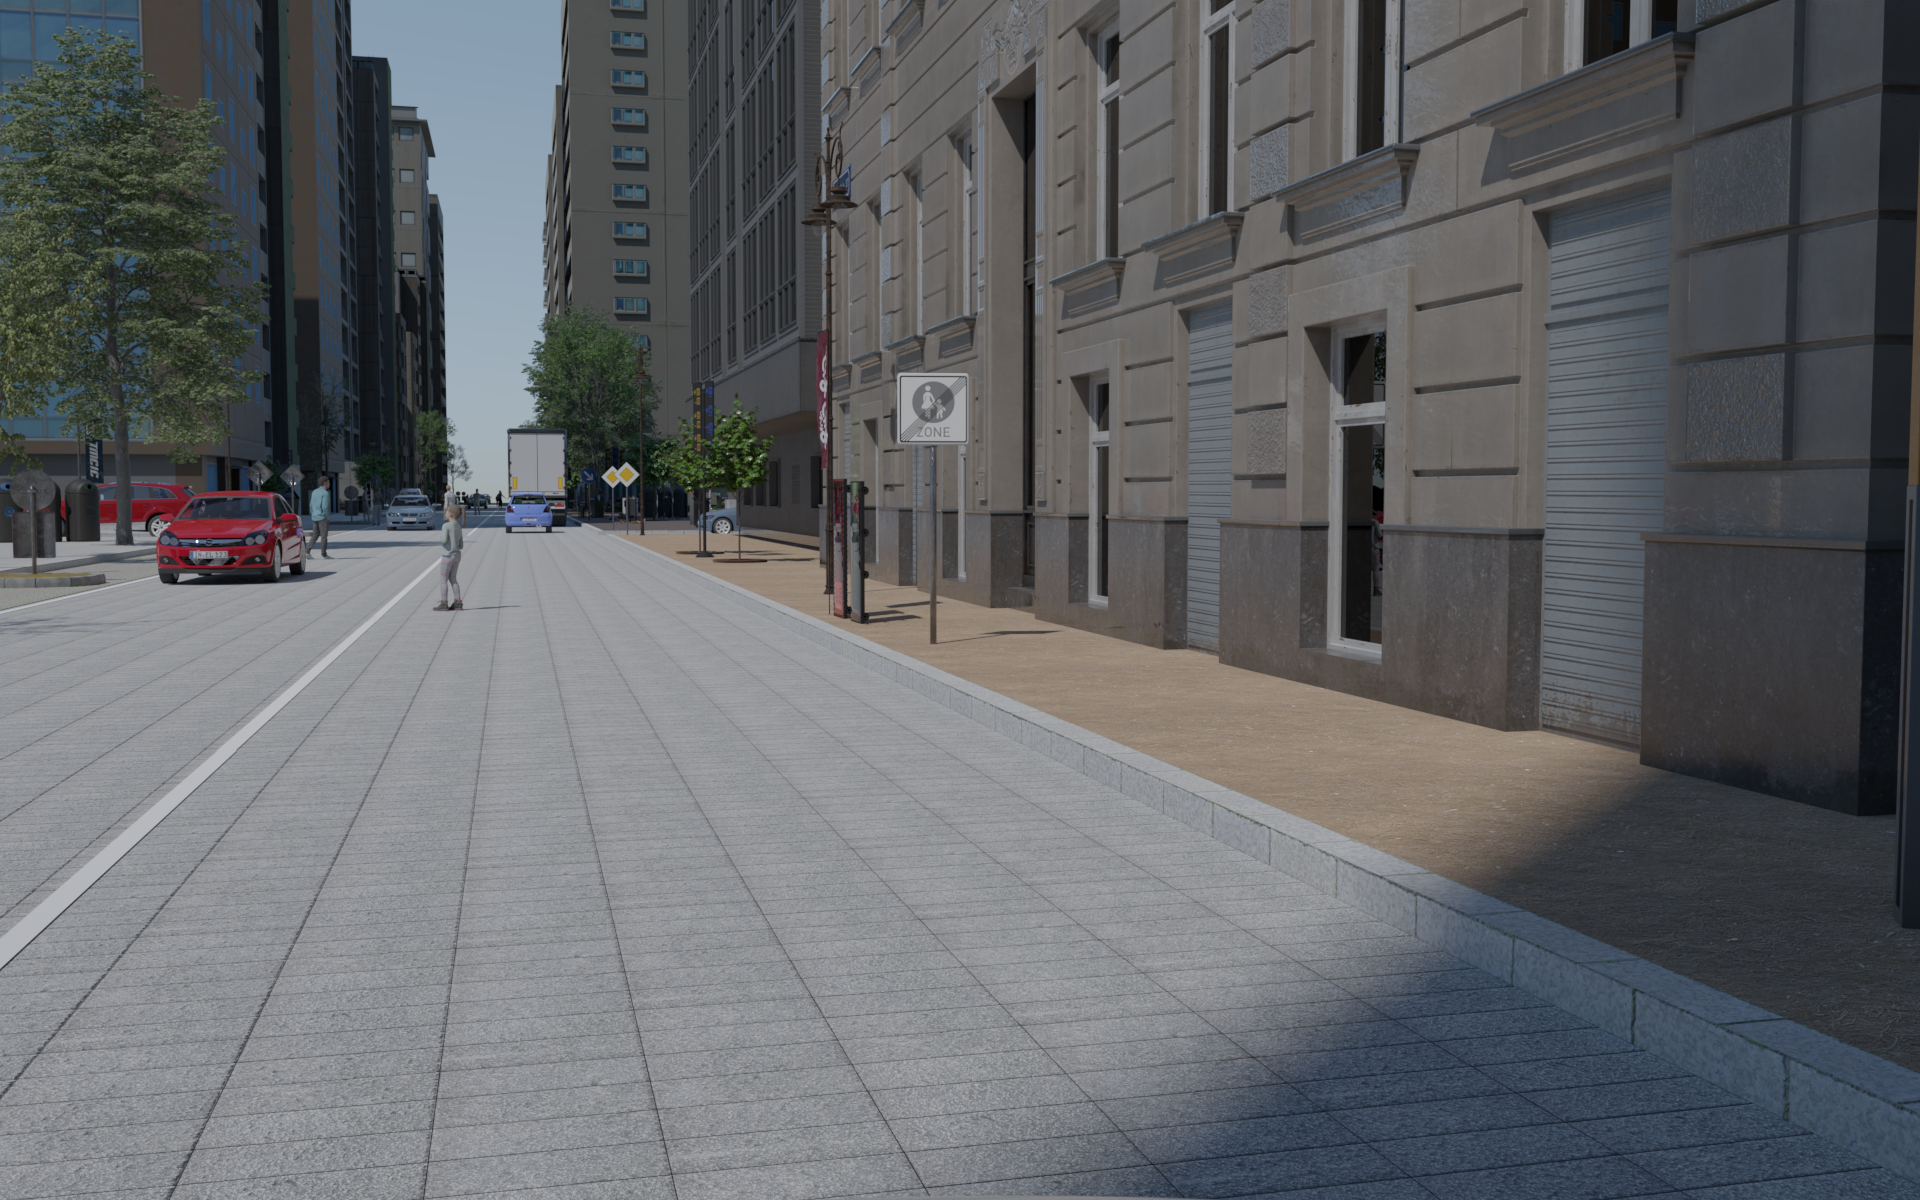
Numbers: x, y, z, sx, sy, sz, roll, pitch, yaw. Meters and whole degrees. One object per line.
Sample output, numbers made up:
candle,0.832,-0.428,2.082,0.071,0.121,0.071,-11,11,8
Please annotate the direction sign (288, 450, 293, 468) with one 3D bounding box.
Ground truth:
direction sign,-34.204,-5.907,88.570,0.379,3.537,0.876,0,4,-8

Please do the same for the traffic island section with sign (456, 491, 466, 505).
traffic island section with sign,-74.889,-15.476,261.653,1.989,1.847,2.006,-1,4,-14

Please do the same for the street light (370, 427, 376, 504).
street light,-40.348,-8.950,119.117,0.468,5.910,1.993,-1,4,-14

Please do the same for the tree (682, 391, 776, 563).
tree,-4.281,-2.319,32.510,1.663,3.219,1.824,0,3,0

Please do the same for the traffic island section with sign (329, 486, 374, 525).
traffic island section with sign,-28.476,-4.437,81.178,1.989,1.847,2.006,-1,4,-14

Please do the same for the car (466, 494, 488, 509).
car,-46.733,-9.535,167.695,2.131,1.459,4.920,-1,4,-13

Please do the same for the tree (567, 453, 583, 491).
tree,-26.788,-8.485,122.438,4.285,4.588,4.351,0,3,0

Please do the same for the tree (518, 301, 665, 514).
tree,-24.090,-12.633,113.207,9.857,13.997,8.962,0,3,0

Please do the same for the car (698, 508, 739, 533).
car,-6.825,-2.940,60.079,4.499,1.417,2.014,-1,4,-14

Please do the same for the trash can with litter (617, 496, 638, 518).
trash can with litter,-17.588,-4.901,91.521,0.624,1.170,1.055,2,4,35

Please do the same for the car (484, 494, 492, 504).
car,-66.859,-14.271,243.557,2.015,1.641,3.980,-1,4,-15

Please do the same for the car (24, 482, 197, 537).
car,-26.452,-2.793,54.343,5.304,1.827,2.281,-1,4,-12

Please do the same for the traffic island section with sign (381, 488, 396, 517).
traffic island section with sign,-35.270,-6.051,107.555,1.989,1.847,2.006,-1,4,-14

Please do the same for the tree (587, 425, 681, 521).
tree,-14.666,-6.058,82.755,4.285,4.588,4.351,0,3,0

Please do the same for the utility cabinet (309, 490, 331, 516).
utility cabinet,-37.518,-5.676,101.477,1.173,1.500,0.318,-2,4,-25

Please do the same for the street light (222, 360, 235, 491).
street light,-24.882,-5.270,58.950,0.468,5.910,1.993,-1,4,-14

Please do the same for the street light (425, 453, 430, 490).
street light,-59.802,-13.573,194.703,0.468,5.910,1.993,-1,4,-14

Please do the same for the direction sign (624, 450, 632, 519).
direction sign,-17.326,-5.991,89.944,0.876,3.537,0.379,2,4,34

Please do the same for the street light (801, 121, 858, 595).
street light,-1.661,-3.010,21.994,0.468,5.910,1.993,-1,4,-14

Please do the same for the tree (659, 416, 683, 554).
tree,-5.543,-2.592,36.973,1.663,3.219,1.824,0,3,0

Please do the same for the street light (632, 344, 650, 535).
street light,-9.861,-4.943,53.601,0.468,5.910,1.993,-1,4,-14

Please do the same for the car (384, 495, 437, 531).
car,-21.889,-3.491,69.085,2.014,1.417,4.499,-1,4,-15

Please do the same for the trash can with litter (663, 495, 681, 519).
trash can with litter,-14.761,-4.698,87.866,2.233,1.210,1.678,3,5,44

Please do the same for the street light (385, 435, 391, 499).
street light,-43.960,-9.819,133.335,0.468,5.910,1.993,-1,4,-14

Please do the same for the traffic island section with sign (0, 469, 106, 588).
traffic island section with sign,-14.565,-1.128,27.070,1.989,1.847,2.006,-1,4,-14

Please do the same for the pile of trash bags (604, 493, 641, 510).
pile of trash bags,-24.909,-7.342,129.789,1.912,1.369,3.447,3,4,37

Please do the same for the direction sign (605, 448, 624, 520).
direction sign,-17.223,-5.732,85.721,0.876,3.537,0.379,2,4,34

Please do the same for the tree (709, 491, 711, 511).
tree,-18.279,-10.786,126.705,4.360,8.622,3.978,0,3,0

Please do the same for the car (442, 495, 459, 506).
car,-58.089,-11.327,197.194,2.014,1.417,4.499,-1,4,-13

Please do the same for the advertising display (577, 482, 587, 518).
advertising display,-20.122,-5.322,92.236,0.123,1.923,0.974,-3,4,-38

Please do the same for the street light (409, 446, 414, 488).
street light,-51.857,-11.699,164.061,0.468,5.910,1.993,-1,4,-14

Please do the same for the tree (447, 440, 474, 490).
tree,-83.896,-21.479,285.596,7.601,10.594,8.767,-1,4,-18

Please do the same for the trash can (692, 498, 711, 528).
trash can,-9.907,-3.351,66.436,0.748,1.137,0.748,0,3,0

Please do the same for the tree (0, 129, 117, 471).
tree,-19.126,-5.101,33.770,4.737,8.622,4.395,0,3,0

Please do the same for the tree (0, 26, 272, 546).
tree,-21.336,-7.644,43.114,7.486,12.596,7.792,0,3,0

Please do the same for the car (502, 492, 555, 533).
car,-16.089,-3.364,64.588,1.945,1.707,3.694,-1,4,-14

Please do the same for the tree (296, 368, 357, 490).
tree,-37.030,-9.174,100.363,4.360,8.622,3.978,0,3,0

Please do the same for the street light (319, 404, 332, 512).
street light,-32.569,-7.111,89.045,0.468,5.910,1.993,-1,4,-14

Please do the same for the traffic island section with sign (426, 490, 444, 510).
traffic island section with sign,-47.736,-9.017,156.061,1.989,1.847,2.006,-1,4,-14

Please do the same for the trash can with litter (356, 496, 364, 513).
trash can with litter,-40.591,-6.484,117.405,0.624,1.170,1.055,-1,4,-9

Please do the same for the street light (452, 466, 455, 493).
street light,-80.081,-18.416,273.880,0.468,5.910,1.993,-1,4,-14

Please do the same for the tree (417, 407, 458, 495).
tree,-63.614,-17.095,205.264,9.928,11.665,9.643,0,3,0

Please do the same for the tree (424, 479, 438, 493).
tree,-60.756,-12.455,198.243,1.663,3.219,1.824,0,3,0

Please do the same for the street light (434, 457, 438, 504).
street light,-64.638,-14.726,213.550,0.468,5.910,1.993,-1,4,-14

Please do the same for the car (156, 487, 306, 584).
car,-12.231,-1.233,29.206,2.155,1.783,4.494,-1,4,-13

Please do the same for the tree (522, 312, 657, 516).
tree,-21.003,-10.640,99.720,9.928,11.665,9.643,0,3,0

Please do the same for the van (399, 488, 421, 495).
van,-38.814,-7.048,122.238,2.013,2.044,4.112,-1,4,-15

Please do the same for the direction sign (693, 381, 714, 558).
direction sign,-5.173,-2.631,35.008,0.379,3.537,0.876,-2,4,-35

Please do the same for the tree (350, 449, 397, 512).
tree,-42.627,-8.694,125.859,4.285,4.588,4.351,0,3,0

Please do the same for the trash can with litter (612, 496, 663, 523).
trash can with litter,-14.500,-3.989,76.272,1.678,1.210,2.233,-3,5,-41

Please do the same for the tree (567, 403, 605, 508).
tree,-29.845,-11.348,135.903,4.360,8.622,3.978,0,3,0

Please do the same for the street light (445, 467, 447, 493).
street light,-72.326,-16.576,243.803,0.468,5.910,1.993,-1,4,-14

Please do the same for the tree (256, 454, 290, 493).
tree,-30.801,-5.043,77.047,1.663,3.219,1.824,0,3,0
